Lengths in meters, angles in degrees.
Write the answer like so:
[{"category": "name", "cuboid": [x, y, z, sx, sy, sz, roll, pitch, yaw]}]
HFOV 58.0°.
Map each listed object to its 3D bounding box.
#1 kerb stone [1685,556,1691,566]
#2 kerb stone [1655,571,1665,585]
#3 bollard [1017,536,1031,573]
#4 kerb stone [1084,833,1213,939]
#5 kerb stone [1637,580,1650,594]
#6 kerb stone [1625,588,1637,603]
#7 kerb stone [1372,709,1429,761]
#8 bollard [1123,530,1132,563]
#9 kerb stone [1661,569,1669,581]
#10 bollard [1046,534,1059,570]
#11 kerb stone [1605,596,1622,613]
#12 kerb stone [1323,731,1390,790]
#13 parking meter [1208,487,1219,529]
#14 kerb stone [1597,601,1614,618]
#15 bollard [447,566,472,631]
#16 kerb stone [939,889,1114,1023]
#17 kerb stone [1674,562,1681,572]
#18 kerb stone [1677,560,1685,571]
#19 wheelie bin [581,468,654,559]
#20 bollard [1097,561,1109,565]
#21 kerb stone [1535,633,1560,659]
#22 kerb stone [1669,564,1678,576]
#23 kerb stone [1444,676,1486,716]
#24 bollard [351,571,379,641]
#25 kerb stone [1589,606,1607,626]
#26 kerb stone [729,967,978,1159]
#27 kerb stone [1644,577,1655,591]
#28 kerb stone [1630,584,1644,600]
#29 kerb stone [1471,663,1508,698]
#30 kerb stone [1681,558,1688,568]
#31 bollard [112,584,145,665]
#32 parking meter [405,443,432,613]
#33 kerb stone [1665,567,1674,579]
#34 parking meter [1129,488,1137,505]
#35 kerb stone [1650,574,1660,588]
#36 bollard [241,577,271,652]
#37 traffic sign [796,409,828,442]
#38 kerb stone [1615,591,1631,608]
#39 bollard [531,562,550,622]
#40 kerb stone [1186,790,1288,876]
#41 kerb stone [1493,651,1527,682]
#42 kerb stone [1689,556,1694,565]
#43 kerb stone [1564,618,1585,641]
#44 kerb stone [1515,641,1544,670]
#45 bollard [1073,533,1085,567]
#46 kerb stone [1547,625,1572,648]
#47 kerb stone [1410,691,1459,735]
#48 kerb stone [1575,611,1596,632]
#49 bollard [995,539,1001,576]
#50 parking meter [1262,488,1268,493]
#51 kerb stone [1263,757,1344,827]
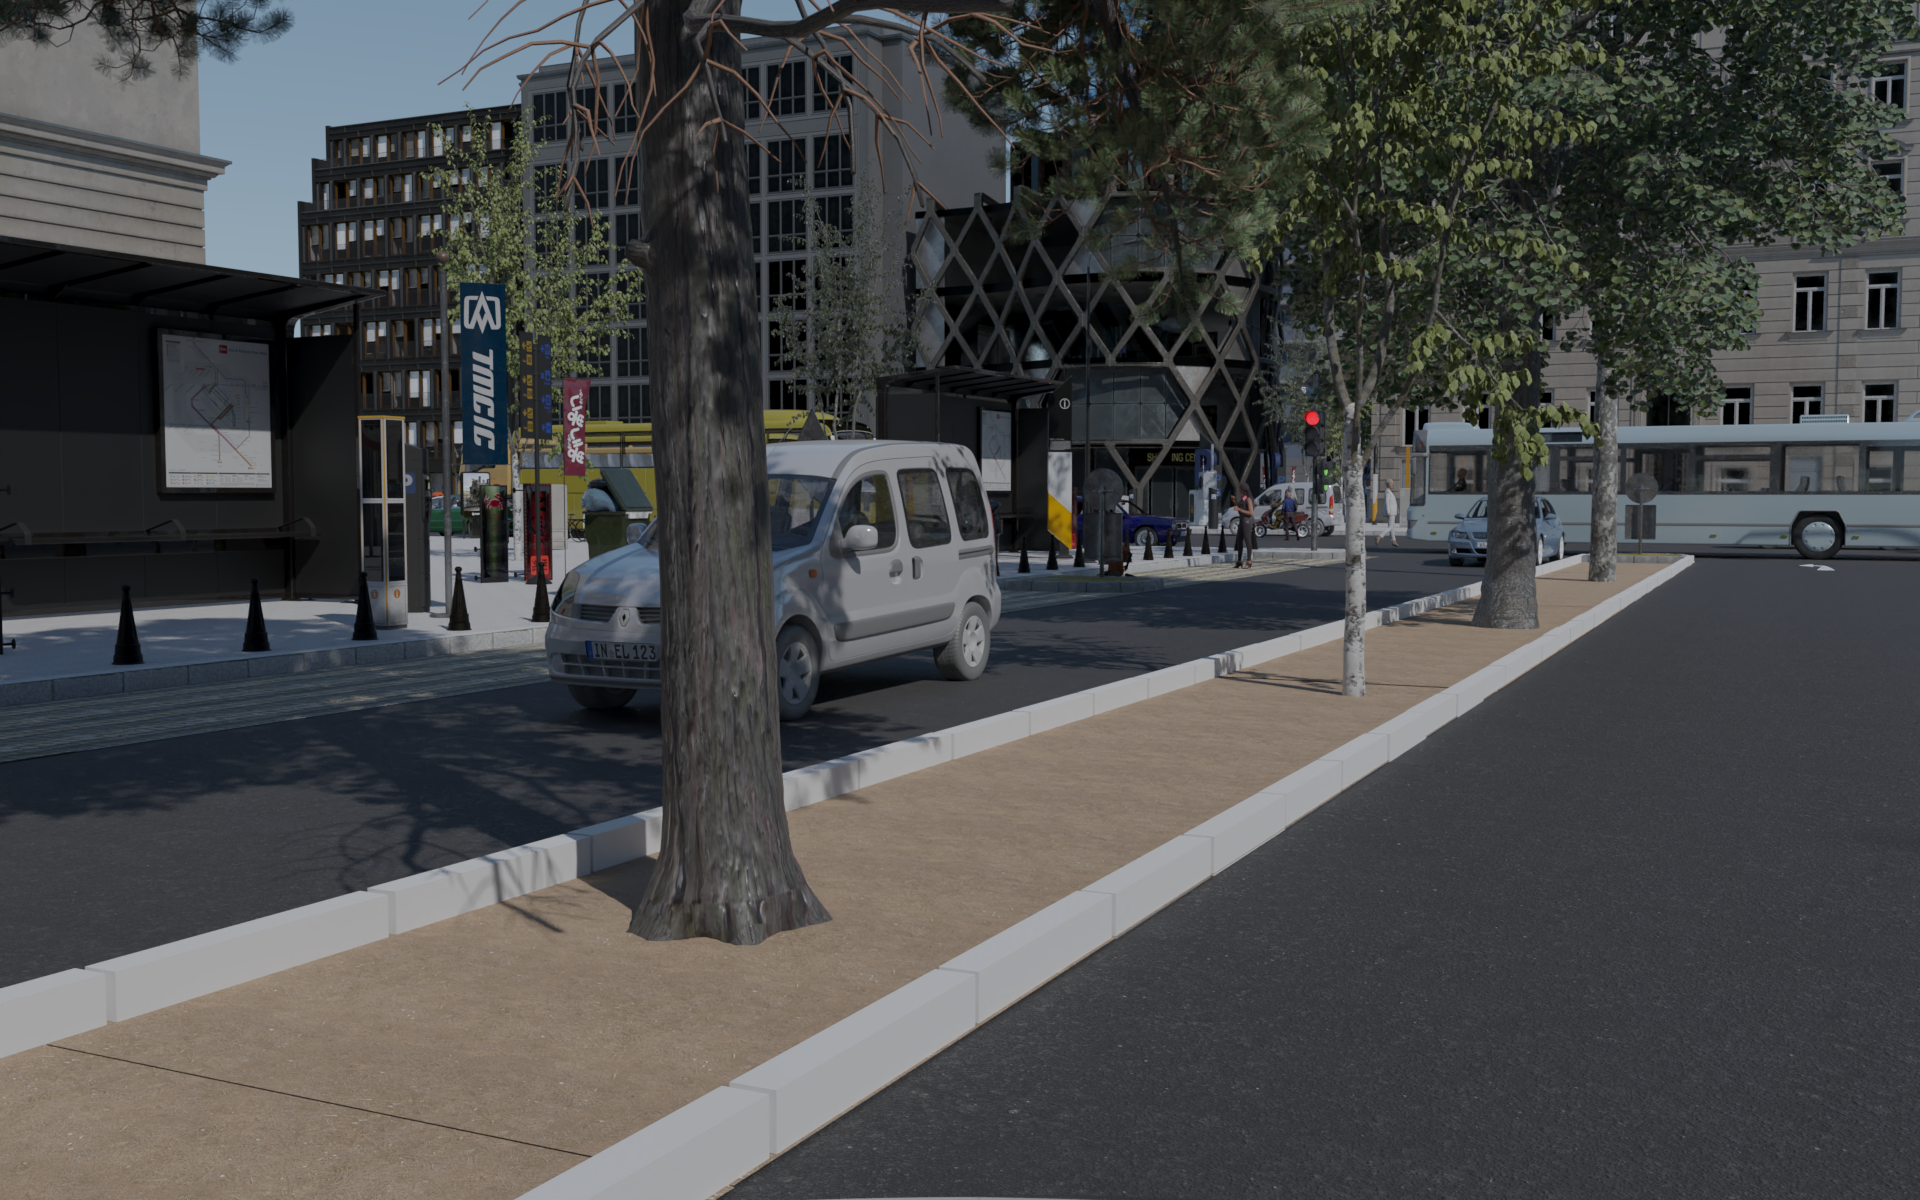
[{"category": "kerb stone", "cuboid": [14.134, -0.712, 33.837, 0.120, 0.150, 1.000, 2, 4, 26]}, {"category": "kerb stone", "cuboid": [10.991, -0.315, 27.342, 0.120, 0.150, 1.000, 2, 4, 26]}, {"category": "bollard", "cuboid": [1.044, -0.744, 28.199, 0.229, 0.601, 0.229, 0, 3, 0]}, {"category": "kerb stone", "cuboid": [0.665, 0.990, 6.048, 0.120, 0.150, 1.000, 2, 4, 26]}, {"category": "kerb stone", "cuboid": [9.642, -0.144, 24.570, 0.120, 0.150, 1.000, 2, 4, 26]}, {"category": "kerb stone", "cuboid": [8.746, -0.029, 22.722, 0.120, 0.150, 1.000, 2, 4, 26]}, {"category": "kerb stone", "cuboid": [2.463, 0.762, 9.734, 0.120, 0.150, 1.000, 2, 4, 26]}, {"category": "bollard", "cuboid": [3.129, -1.007, 32.510, 0.229, 0.601, 0.229, 0, 3, 0]}, {"category": "kerb stone", "cuboid": [11.439, -0.372, 28.270, 0.120, 0.150, 1.000, 2, 4, 26]}, {"category": "bollard", "cuboid": [1.561, -0.809, 29.276, 0.229, 0.601, 0.229, 0, 3, 0]}, {"category": "kerb stone", "cuboid": [7.836, 0.082, 20.858, 0.120, 0.150, 1.000, 2, 4, 26]}, {"category": "kerb stone", "cuboid": [2.007, 0.819, 8.816, 0.120, 0.150, 1.000, 2, 4, 26]}, {"category": "parking meter", "cuboid": [9.269, -3.361, 63.355, 0.372, 1.533, 0.369, 0, 3, 0]}, {"category": "kerb stone", "cuboid": [7.386, 0.143, 19.924, 0.120, 0.150, 1.000, 2, 4, 26]}, {"category": "bollard", "cuboid": [-4.720, -0.017, 16.314, 0.229, 0.601, 0.229, 0, 3, 0]}, {"category": "kerb stone", "cuboid": [0.214, 1.044, 5.128, 0.120, 0.150, 1.000, 2, 4, 26]}, {"category": "kerb stone", "cuboid": [12.793, -0.534, 31.056, 0.120, 0.150, 1.000, 2, 4, 26]}, {"category": "kerb stone", "cuboid": [13.244, -0.599, 31.985, 0.120, 0.150, 1.000, 2, 4, 26]}, {"category": "wheelie bin", "cuboid": [-4.235, -0.818, 21.279, 0.693, 1.594, 0.980, 1, 4, 23]}, {"category": "bollard", "cuboid": [2.611, -0.941, 31.433, 0.229, 0.601, 0.229, 0, 3, 0]}, {"category": "kerb stone", "cuboid": [5.145, 0.428, 15.286, 0.120, 0.150, 1.000, 2, 4, 26]}, {"category": "kerb stone", "cuboid": [12.350, -0.485, 30.132, 0.120, 0.150, 1.000, 2, 4, 26]}, {"category": "kerb stone", "cuboid": [3.360, 0.649, 11.587, 0.120, 0.150, 1.000, 2, 4, 26]}, {"category": "bollard", "cuboid": [-5.242, 0.049, 15.239, 0.229, 0.601, 0.229, 0, 3, 0]}, {"category": "kerb stone", "cuboid": [6.948, 0.197, 18.989, 0.120, 0.150, 1.000, 2, 4, 26]}, {"category": "kerb stone", "cuboid": [-0.231, 1.100, 4.205, 0.120, 0.150, 1.000, 2, 4, 26]}, {"category": "kerb stone", "cuboid": [10.094, -0.200, 25.493, 0.120, 0.150, 1.000, 2, 4, 26]}, {"category": "kerb stone", "cuboid": [9.197, -0.089, 23.643, 0.120, 0.150, 1.000, 2, 4, 26]}, {"category": "kerb stone", "cuboid": [3.802, 0.596, 12.519, 0.120, 0.150, 1.000, 2, 4, 26]}, {"category": "kerb stone", "cuboid": [13.691, -0.655, 32.911, 0.120, 0.150, 1.000, 2, 4, 26]}, {"category": "bollard", "cuboid": [-6.290, 0.181, 13.079, 0.229, 0.601, 0.229, 0, 3, 0]}, {"category": "parking meter", "cuboid": [-5.945, -0.798, 18.765, 0.399, 1.863, 0.255, 0, 4, 3]}, {"category": "kerb stone", "cuboid": [11.891, -0.426, 29.197, 0.120, 0.150, 1.000, 2, 4, 26]}, {"category": "parking meter", "cuboid": [7.511, -4.084, 75.189, 0.372, 1.533, 0.369, 0, 3, 0]}, {"category": "kerb stone", "cuboid": [10.539, -0.259, 26.422, 0.120, 0.150, 1.000, 2, 4, 26]}, {"category": "bollard", "cuboid": [-5.760, 0.115, 14.162, 0.229, 0.601, 0.229, 0, 3, 0]}, {"category": "traffic sign", "cuboid": [-2.271, -1.618, 26.459, 0.884, 2.594, 0.081, 2, 4, 32]}, {"category": "kerb stone", "cuboid": [8.296, 0.025, 21.790, 0.120, 0.150, 1.000, 2, 4, 26]}, {"category": "bollard", "cuboid": [-4.200, -0.083, 17.391, 0.229, 0.601, 0.229, 0, 3, 0]}, {"category": "kerb stone", "cuboid": [1.116, 0.932, 6.969, 0.120, 0.150, 1.000, 2, 4, 26]}, {"category": "kerb stone", "cuboid": [4.249, 0.535, 13.441, 0.120, 0.150, 1.000, 2, 4, 26]}, {"category": "kerb stone", "cuboid": [14.592, -0.766, 34.761, 0.120, 0.150, 1.000, 2, 4, 26]}, {"category": "kerb stone", "cuboid": [6.044, 0.316, 17.146, 0.120, 0.150, 1.000, 2, 4, 26]}, {"category": "kerb stone", "cuboid": [4.695, 0.479, 14.364, 0.120, 0.150, 1.000, 2, 4, 26]}, {"category": "bollard", "cuboid": [2.090, -0.876, 30.357, 0.229, 0.601, 0.229, 0, 3, 0]}, {"category": "kerb stone", "cuboid": [5.589, 0.365, 16.220, 0.120, 0.150, 1.000, 2, 4, 26]}, {"category": "kerb stone", "cuboid": [2.905, 0.706, 10.666, 0.120, 0.150, 1.000, 2, 4, 26]}, {"category": "kerb stone", "cuboid": [6.492, 0.252, 18.068, 0.120, 0.150, 1.000, 2, 4, 26]}, {"category": "bollard", "cuboid": [0.521, -0.678, 27.124, 0.229, 0.601, 0.229, 0, 3, 0]}, {"category": "parking meter", "cuboid": [13.883, -4.292, 78.578, 0.372, 1.533, 0.369, 0, 3, 0]}, {"category": "kerb stone", "cuboid": [1.560, 0.877, 7.894, 0.120, 0.150, 1.000, 2, 4, 26]}]
